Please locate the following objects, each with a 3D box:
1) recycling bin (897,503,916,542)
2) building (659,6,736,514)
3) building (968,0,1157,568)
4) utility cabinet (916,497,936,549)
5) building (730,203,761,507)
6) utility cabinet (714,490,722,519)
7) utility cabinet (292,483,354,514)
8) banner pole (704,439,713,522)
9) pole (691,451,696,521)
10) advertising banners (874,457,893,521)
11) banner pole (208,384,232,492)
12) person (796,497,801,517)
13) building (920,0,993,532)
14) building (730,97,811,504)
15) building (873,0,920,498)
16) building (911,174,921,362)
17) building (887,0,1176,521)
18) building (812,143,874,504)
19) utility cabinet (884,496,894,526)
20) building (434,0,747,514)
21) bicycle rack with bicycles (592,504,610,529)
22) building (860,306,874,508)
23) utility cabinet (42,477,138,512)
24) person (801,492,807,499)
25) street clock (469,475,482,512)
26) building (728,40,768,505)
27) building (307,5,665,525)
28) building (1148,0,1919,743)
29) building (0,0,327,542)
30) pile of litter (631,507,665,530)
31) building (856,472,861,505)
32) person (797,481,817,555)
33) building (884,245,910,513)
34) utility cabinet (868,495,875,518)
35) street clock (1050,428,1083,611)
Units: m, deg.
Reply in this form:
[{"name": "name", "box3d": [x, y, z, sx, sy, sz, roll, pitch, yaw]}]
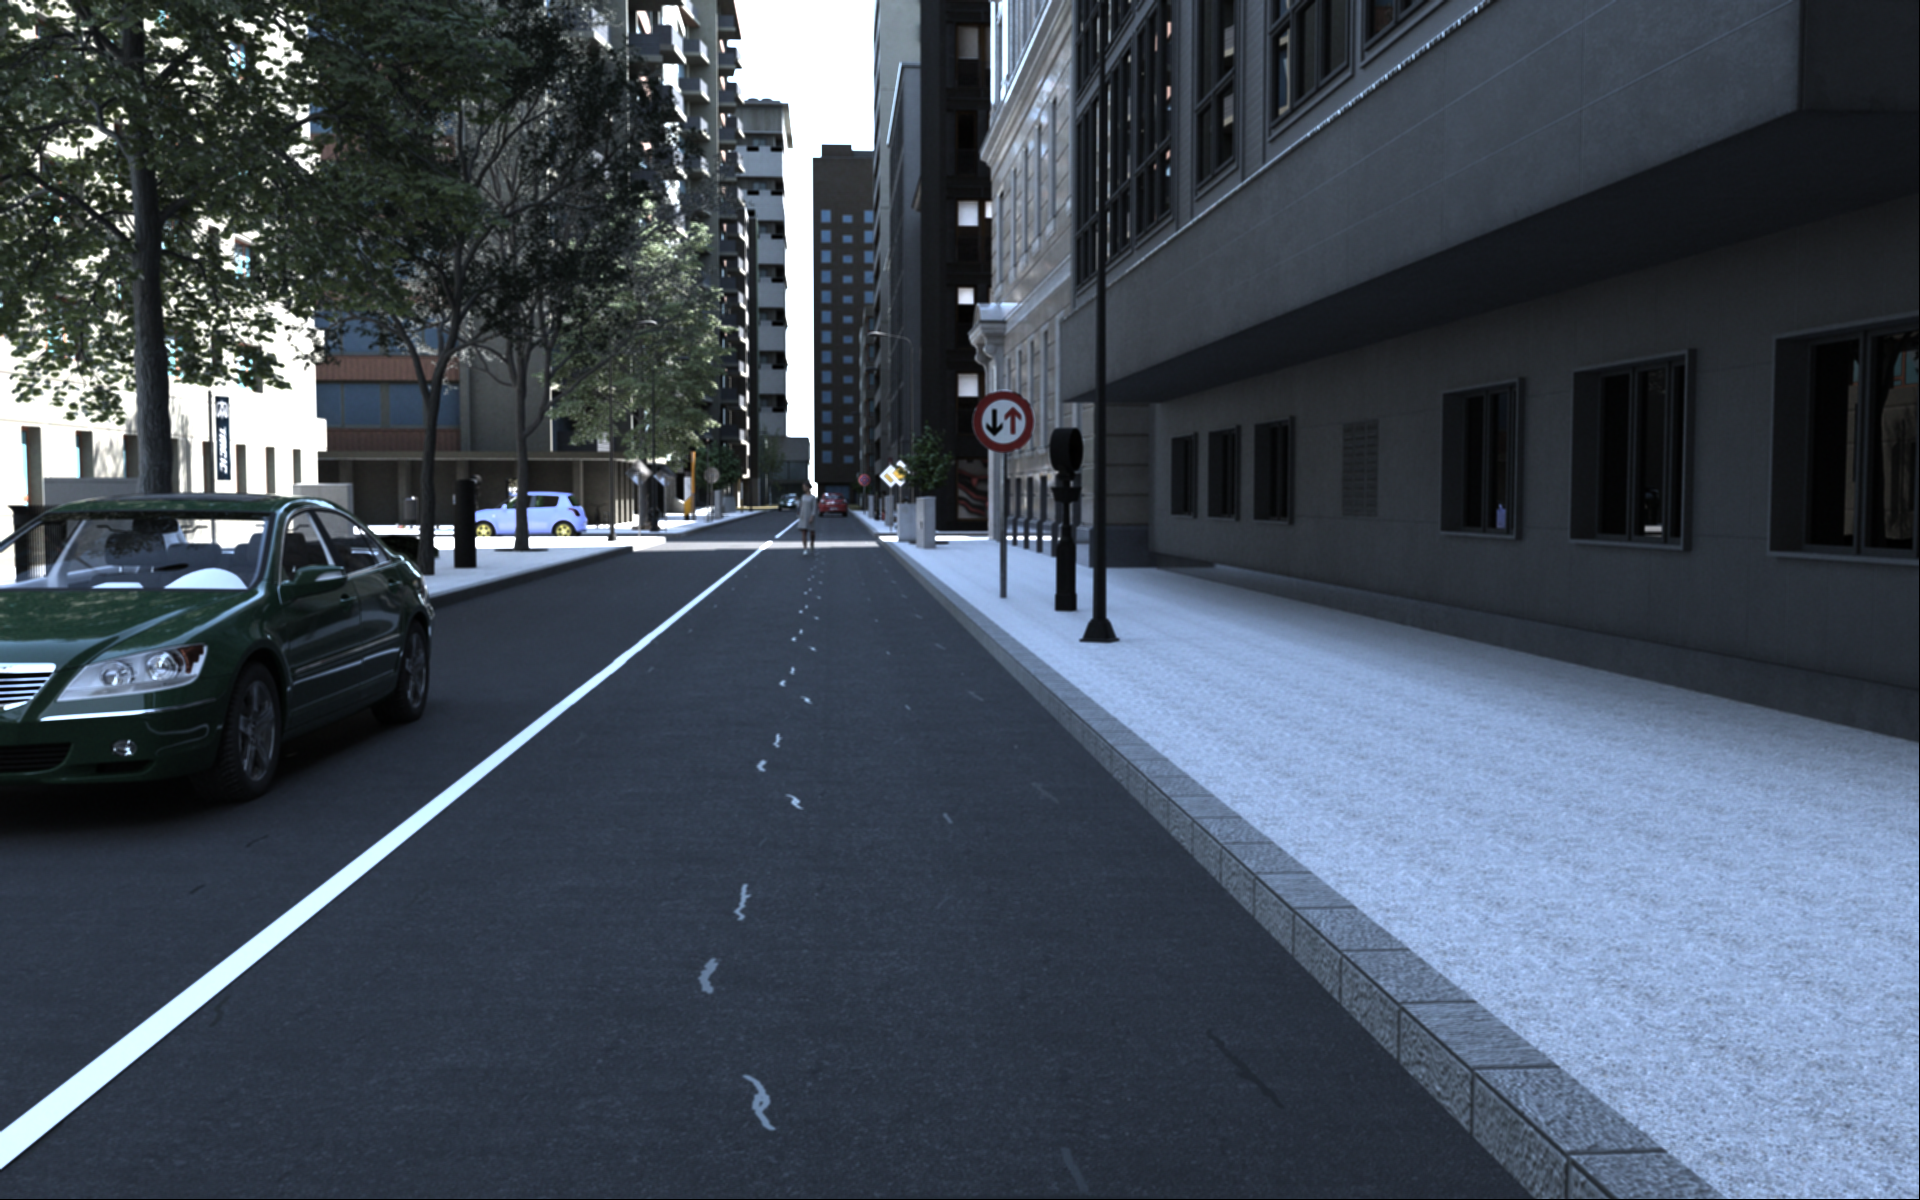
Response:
[{"name": "recycling bin", "box3d": [-1.338, -2.099, 46.876, 0.722, 1.027, 0.722, 0, 4, -5]}, {"name": "building", "box3d": [-31.832, -25.984, 116.719, 32.217, 40.220, 23.993, 0, 4, -4]}, {"name": "building", "box3d": [7.728, -15.506, 39.429, 13.634, 28.700, 20.117, 0, 4, -4]}, {"name": "utility cabinet", "box3d": [-0.816, -1.826, 41.019, 0.306, 1.237, 1.020, -1, 4, -12]}, {"name": "building", "box3d": [-26.833, -24.247, 168.134, 14.160, 30.474, 14.107, 0, 4, -4]}, {"name": "utility cabinet", "box3d": [-12.338, -4.863, 88.185, 0.318, 1.500, 1.173, 0, 4, -3]}, {"name": "utility cabinet", "box3d": [-13.222, -1.668, 35.957, 1.173, 1.500, 0.318, 0, 4, 3]}, {"name": "banner pole", "box3d": [-11.593, -5.484, 79.673, 0.401, 3.779, 0.863, 0, 4, -5]}, {"name": "pole", "box3d": [-12.763, -5.448, 82.923, 0.158, 3.312, 0.155, 0, 3, 0]}, {"name": "advertising banners", "box3d": [-3.691, -5.345, 83.579, 0.090, 3.025, 2.074, -2, 4, -27]}, {"name": "banner pole", "box3d": [-16.618, -2.986, 38.830, 0.401, 3.779, 0.863, 1, 4, 17]}, {"name": "person", "box3d": [-10.075, -5.798, 107.989, 0.352, 1.250, 0.332, -1, 4, -12]}, {"name": "building", "box3d": [6.737, -14.403, 65.169, 15.834, 23.373, 12.332, 0, 4, -4]}, {"name": "building", "box3d": [-33.808, -39.188, 229.959, 27.495, 52.752, 28.713, 0, 4, -4]}, {"name": "building", "box3d": [3.516, -32.080, 148.202, 21.300, 48.544, 21.600, 0, 4, -4]}, {"name": "building", "box3d": [3.431, -13.287, 81.862, 10.561, 19.102, 19.286, 0, 4, -4]}, {"name": "building", "box3d": [3.206, -18.945, 103.250, 14.314, 27.812, 24.014, 0, 4, -4]}, {"name": "building", "box3d": [-11.920, -35.141, 224.670, 14.200, 45.320, 14.600, 0, 4, -4]}, {"name": "utility cabinet", "box3d": [-2.847, -3.563, 69.422, 0.306, 1.237, 1.020, 0, 4, -7]}, {"name": "building", "box3d": [-29.611, -30.053, 145.985, 22.147, 44.769, 28.867, 0, 4, -4]}, {"name": "bicycle rack with bicycles", "box3d": [-14.088, -3.102, 64.092, 2.852, 0.926, 2.925, -1, 4, -16]}, {"name": "building", "box3d": [4.019, -20.141, 174.336, 27.650, 21.520, 28.899, 0, 4, -4]}, {"name": "utility cabinet", "box3d": [-11.734, -0.904, 23.455, 1.173, 1.500, 0.318, -2, 4, -30]}, {"name": "person", "box3d": [-14.827, -9.714, 167.847, 1.217, 1.766, 0.721, 0, 4, -1]}, {"name": "street clock", "box3d": [-18.440, -3.756, 65.979, 0.471, 2.002, 0.358, 3, 4, 36]}, {"name": "building", "box3d": [-37.687, -53.855, 193.205, 31.000, 86.520, 22.319, 0, 4, -4]}, {"name": "building", "box3d": [-24.842, -26.178, 82.638, 22.147, 44.769, 28.867, 0, 4, -4]}, {"name": "building", "box3d": [9.581, -13.700, 17.509, 14.314, 27.812, 24.014, 0, 4, -4]}, {"name": "building", "box3d": [-31.358, -11.546, 33.816, 28.899, 21.520, 27.650, 0, 4, -4]}, {"name": "pile of litter", "box3d": [-11.158, -2.925, 61.794, 1.176, 0.858, 1.719, -1, 4, -15]}, {"name": "building", "box3d": [-1.539, -46.447, 197.665, 20.563, 71.187, 20.611, 0, 4, -4]}, {"name": "person", "box3d": [-3.624, -1.953, 41.178, 0.466, 1.731, 0.760, 0, 4, -1]}, {"name": "building", "box3d": [-0.305, -16.867, 124.926, 9.793, 20.994, 18.267, 0, 4, -4]}, {"name": "utility cabinet", "box3d": [-4.745, -5.026, 93.344, 0.306, 1.237, 1.020, 0, 4, 3]}, {"name": "street clock", "box3d": [1.166, -0.883, 19.014, 0.358, 2.002, 0.471, 2, 4, 24]}]
